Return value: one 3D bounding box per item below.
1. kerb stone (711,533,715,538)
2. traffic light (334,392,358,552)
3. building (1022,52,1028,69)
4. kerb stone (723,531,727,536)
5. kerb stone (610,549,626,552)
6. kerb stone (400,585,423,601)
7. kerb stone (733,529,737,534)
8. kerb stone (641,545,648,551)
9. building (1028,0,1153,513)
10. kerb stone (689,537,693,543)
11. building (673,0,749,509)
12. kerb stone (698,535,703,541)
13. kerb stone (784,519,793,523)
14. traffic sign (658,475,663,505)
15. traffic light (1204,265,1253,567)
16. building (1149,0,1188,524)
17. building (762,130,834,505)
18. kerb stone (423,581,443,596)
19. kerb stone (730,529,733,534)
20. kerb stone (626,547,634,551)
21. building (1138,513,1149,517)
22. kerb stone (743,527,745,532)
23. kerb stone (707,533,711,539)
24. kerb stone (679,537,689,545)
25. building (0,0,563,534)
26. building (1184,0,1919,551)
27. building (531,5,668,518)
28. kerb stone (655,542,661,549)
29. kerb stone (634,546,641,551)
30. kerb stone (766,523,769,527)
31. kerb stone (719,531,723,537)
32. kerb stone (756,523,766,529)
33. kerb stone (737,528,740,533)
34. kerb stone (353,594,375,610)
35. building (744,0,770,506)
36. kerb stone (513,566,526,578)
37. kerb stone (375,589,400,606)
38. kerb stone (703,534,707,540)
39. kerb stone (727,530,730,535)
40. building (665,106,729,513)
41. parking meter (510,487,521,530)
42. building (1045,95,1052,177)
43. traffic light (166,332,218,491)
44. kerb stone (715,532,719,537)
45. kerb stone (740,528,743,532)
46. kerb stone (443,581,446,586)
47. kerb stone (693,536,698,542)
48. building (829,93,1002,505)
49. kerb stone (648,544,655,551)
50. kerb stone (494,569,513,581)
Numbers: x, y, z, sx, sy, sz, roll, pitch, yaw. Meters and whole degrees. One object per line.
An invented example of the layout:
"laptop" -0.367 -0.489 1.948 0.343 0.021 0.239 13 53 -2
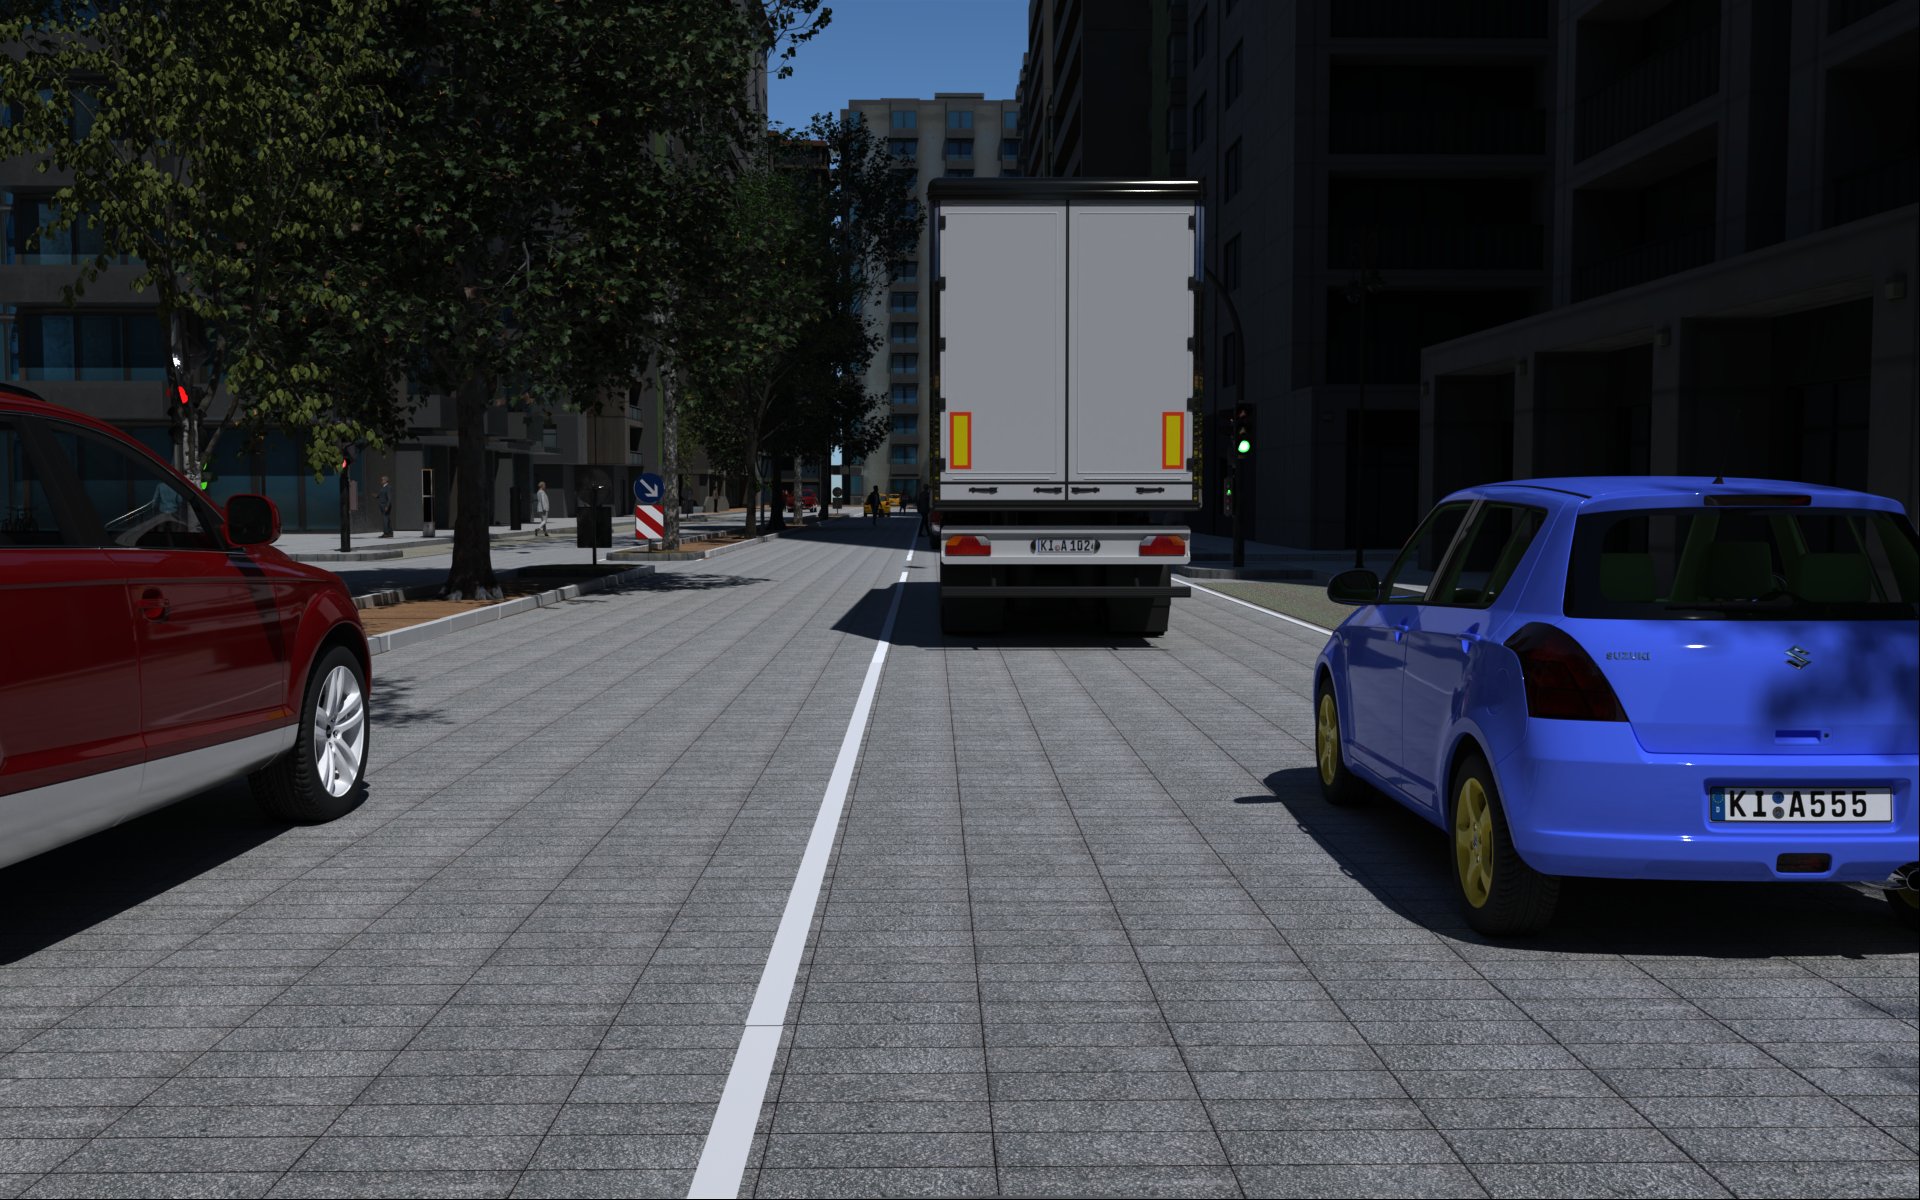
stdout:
"kerb stone" -8.079 -2.048 55.740 0.120 0.150 1.000 0 4 -1
"traffic light" -11.430 -3.881 38.123 4.771 5.953 1.251 0 4 -1
"building" 16.990 -33.851 173.064 23.786 49.044 30.456 0 4 -1
"kerb stone" -8.129 -2.239 58.815 0.120 0.150 1.000 0 4 -1
"kerb stone" -7.787 -1.048 39.326 0.120 0.150 1.000 0 4 -1
"kerb stone" -7.502 -0.072 23.394 0.120 0.150 1.000 0 4 -1
"kerb stone" -8.186 -2.427 61.890 0.120 0.150 1.000 0 4 -1
"kerb stone" -7.844 -1.236 42.397 0.120 0.150 1.000 0 4 -1
"building" 17.017 -32.012 147.096 21.300 48.544 21.600 0 4 -1
"kerb stone" -7.989 -1.737 50.599 0.120 0.150 1.000 0 4 -1
"building" -29.695 -32.026 147.331 21.300 48.544 21.600 0 4 -1
"kerb stone" -8.021 -1.861 52.652 0.120 0.150 1.000 0 4 -1
"kerb stone" -8.646 -3.994 87.505 0.120 0.150 1.000 0 4 -1
"traffic sign" -16.292 -5.621 94.030 0.606 2.300 0.079 0 4 4
"traffic light" 2.790 -3.398 30.229 4.771 5.953 1.251 0 4 -1
"building" 14.362 -23.518 68.120 14.154 41.232 14.086 0 4 -1
"building" -29.827 -33.825 207.669 28.867 44.769 22.147 0 4 -1
"kerb stone" -7.524 -0.136 24.416 0.120 0.150 1.000 0 4 -1
"kerb stone" -8.176 -2.359 60.868 0.120 0.150 1.000 0 4 -1
"kerb stone" -7.806 -1.110 40.349 0.120 0.150 1.000 0 4 -1
"building" 16.438 -28.827 95.027 21.300 48.544 21.600 0 4 -1
"kerb stone" -8.242 -2.614 64.958 0.120 0.150 1.000 0 4 -1
"kerb stone" -8.057 -1.988 54.717 0.120 0.150 1.000 0 4 -1
"kerb stone" -7.969 -1.674 49.573 0.120 0.150 1.000 0 4 -1
"building" -29.206 -27.323 66.343 23.786 49.044 30.456 0 4 -1
"building" 18.065 -37.265 47.527 20.611 71.187 20.563 0 4 -1
"building" -24.383 -25.278 96.886 14.154 41.232 14.086 0 4 -1
"kerb stone" -7.882 -1.357 44.452 0.120 0.150 1.000 0 4 -1
"kerb stone" -7.826 -1.173 41.371 0.120 0.150 1.000 0 4 -1
"kerb stone" -8.411 -3.180 74.184 0.120 0.150 1.000 0 4 -1
"kerb stone" -8.118 -2.177 57.793 0.120 0.150 1.000 0 4 -1
"kerb stone" -8.392 -3.116 73.162 0.120 0.150 1.000 0 4 -1
"kerb stone" -8.203 -2.486 62.913 0.120 0.150 1.000 0 4 -1
"kerb stone" -7.463 0.052 21.350 0.120 0.150 1.000 0 4 -1
"building" -33.301 -35.688 172.734 27.495 52.752 28.713 0 4 -1
"kerb stone" -7.616 -0.449 29.539 0.120 0.150 1.000 0 4 -1
"kerb stone" -7.486 -0.011 22.371 0.120 0.150 1.000 0 4 -1
"kerb stone" -8.043 -1.926 53.685 0.120 0.150 1.000 0 4 -1
"kerb stone" -8.151 -2.302 59.839 0.120 0.150 1.000 0 4 -1
"building" -33.739 -26.475 124.755 32.217 40.220 23.993 0 4 -1
"parking meter" -15.763 -3.243 61.430 0.372 1.533 0.369 0 3 0
"building" 13.135 -21.846 128.890 14.160 30.474 14.107 0 4 -1
"traffic light" -13.378 -2.517 30.067 0.839 4.253 0.868 0 4 -1
"kerb stone" -8.097 -2.114 56.762 0.120 0.150 1.000 0 4 -1
"kerb stone" -8.220 -2.549 63.935 0.120 0.150 1.000 0 4 -1
"kerb stone" -7.535 -0.199 25.447 0.120 0.150 1.000 0 4 -1
"kerb stone" -8.011 -1.800 51.621 0.120 0.150 1.000 0 4 -1
"building" -0.198 -36.086 209.616 30.456 49.044 23.786 0 4 -1
"kerb stone" -7.860 -1.299 43.427 0.120 0.150 1.000 0 4 -1
"kerb stone" -7.588 -0.383 28.518 0.120 0.150 1.000 0 4 -1
